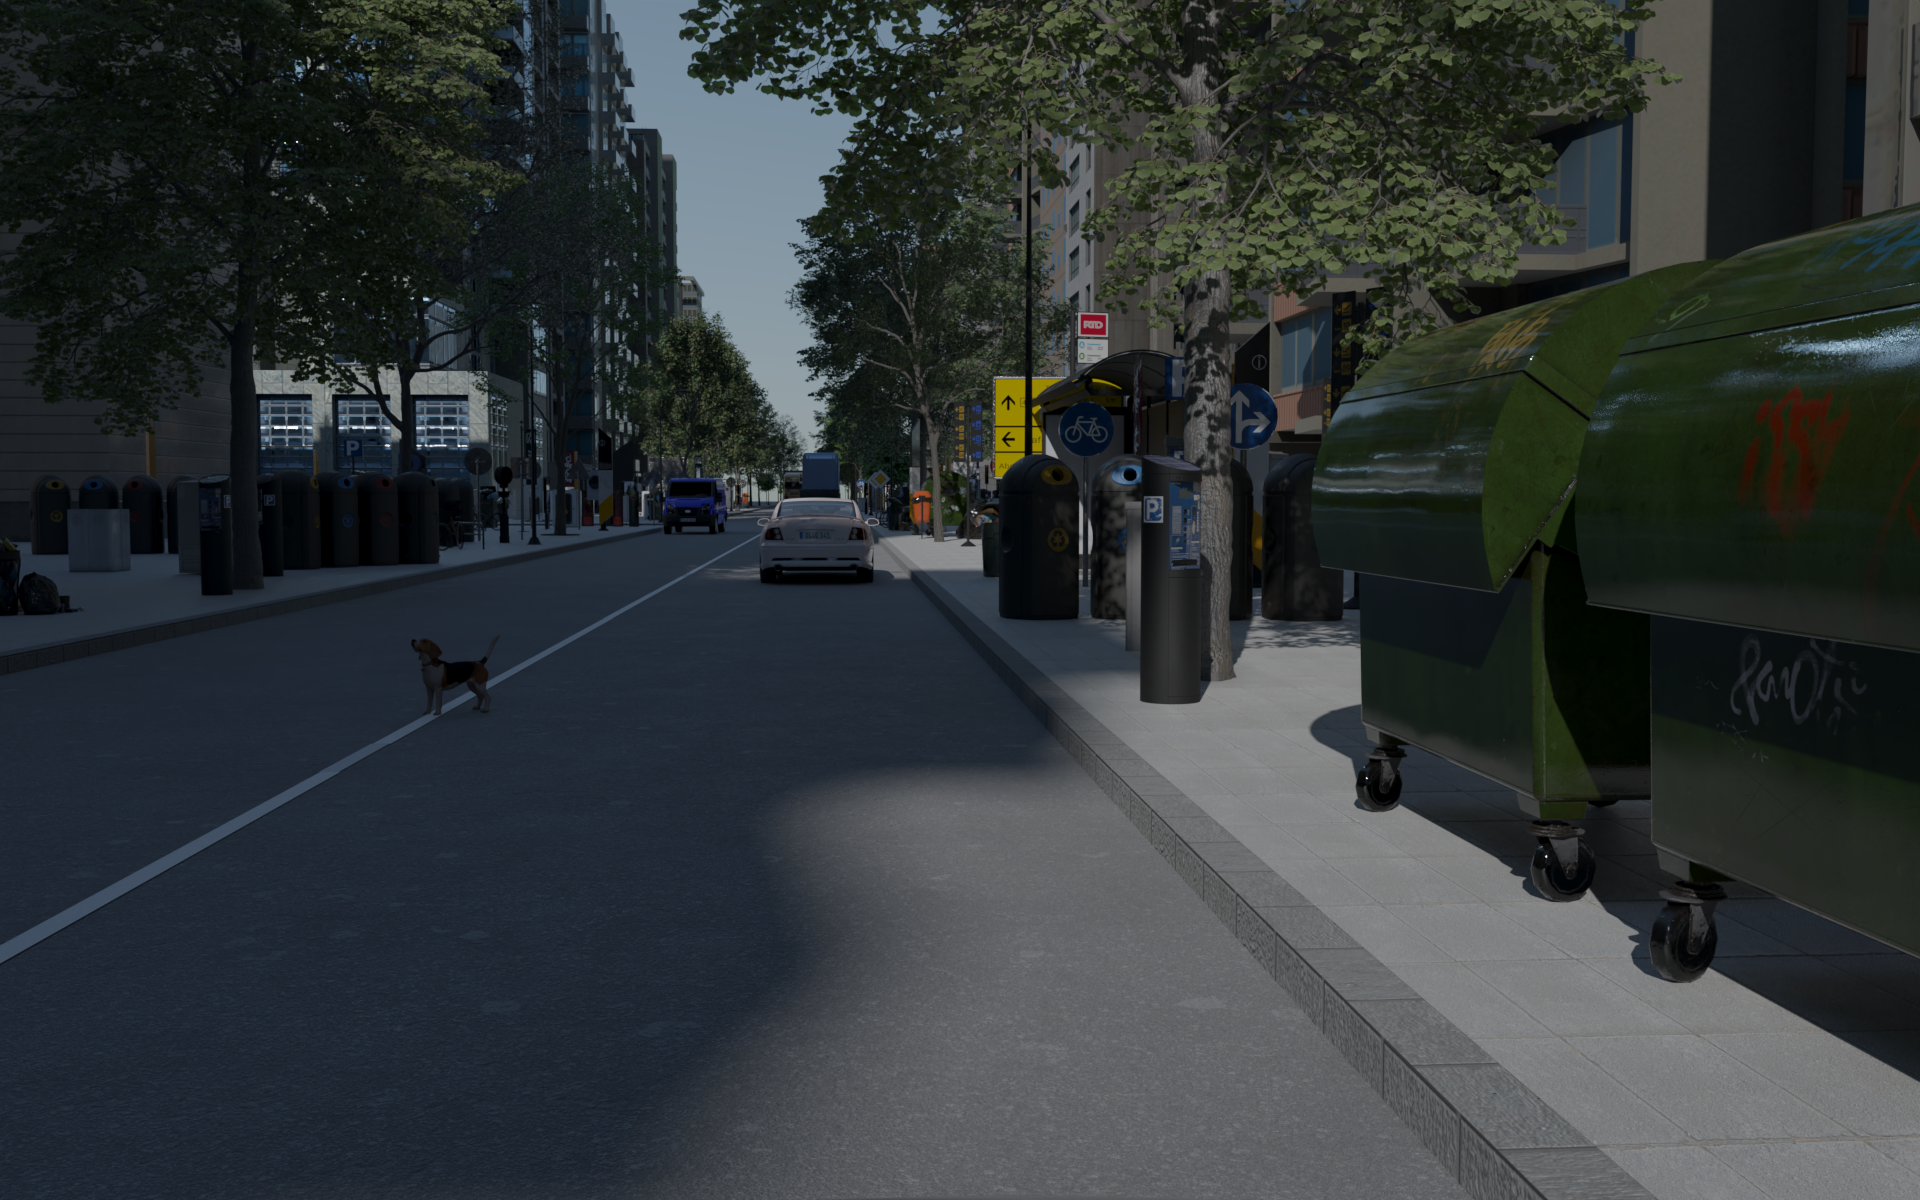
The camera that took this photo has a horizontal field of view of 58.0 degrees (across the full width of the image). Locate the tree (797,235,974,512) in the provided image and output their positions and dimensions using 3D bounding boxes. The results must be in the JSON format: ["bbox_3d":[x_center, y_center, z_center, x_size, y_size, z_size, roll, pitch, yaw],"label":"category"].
[{"bbox_3d":[-4.966,-16.432,124.558,12.611,20.169,13.585,0,3,0],"label":"tree"}]

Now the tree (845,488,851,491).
[{"bbox_3d":[-15.393,-18.562,253.855,4.360,8.622,3.978,0,3,0],"label":"tree"}]

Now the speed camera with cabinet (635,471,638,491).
[{"bbox_3d":[-27.875,-9.290,146.228,2.038,3.252,0.660,2,4,27],"label":"speed camera with cabinet"}]

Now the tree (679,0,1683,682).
[{"bbox_3d":[1.532,-5.748,12.112,7.486,12.596,7.792,0,3,0],"label":"tree"}]

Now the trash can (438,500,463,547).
[{"bbox_3d":[-12.555,-1.885,42.481,0.748,1.137,0.748,0,3,0],"label":"trash can"}]

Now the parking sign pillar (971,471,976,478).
[{"bbox_3d":[0.630,-7.891,117.492,1.447,3.967,1.447,2,4,29],"label":"parking sign pillar"}]

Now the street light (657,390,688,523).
[{"bbox_3d":[-12.796,-6.403,77.228,1.470,5.913,1.316,0,4,-4],"label":"street light"}]

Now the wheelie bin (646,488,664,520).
[{"bbox_3d":[-14.922,-4.708,84.878,0.980,1.594,0.693,3,5,42],"label":"wheelie bin"}]

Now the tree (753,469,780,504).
[{"bbox_3d":[-25.185,-14.753,224.929,4.285,4.588,4.351,0,3,0],"label":"tree"}]

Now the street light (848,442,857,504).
[{"bbox_3d":[-5.835,-7.963,102.735,1.470,5.913,1.316,0,4,-4],"label":"street light"}]

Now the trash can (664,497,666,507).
[{"bbox_3d":[-14.871,-4.720,88.823,0.748,1.137,0.748,0,3,0],"label":"trash can"}]

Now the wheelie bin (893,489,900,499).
[{"bbox_3d":[-4.081,-6.430,113.045,0.693,1.594,0.980,-3,5,-42],"label":"wheelie bin"}]

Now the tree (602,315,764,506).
[{"bbox_3d":[-14.719,-9.586,91.147,8.767,10.594,7.601,0,4,-3],"label":"tree"}]

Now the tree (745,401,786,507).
[{"bbox_3d":[-21.601,-15.370,177.048,9.928,11.665,9.643,0,3,0],"label":"tree"}]

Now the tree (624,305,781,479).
[{"bbox_3d":[-15.877,-11.535,105.612,9.611,12.733,9.660,0,3,0],"label":"tree"}]

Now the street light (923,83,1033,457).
[{"bbox_3d":[0.241,-2.880,19.634,1.470,5.913,1.316,0,4,-4],"label":"street light"}]

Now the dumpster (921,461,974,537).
[{"bbox_3d":[-0.402,-3.040,52.193,1.502,2.255,1.985,0,4,-4],"label":"dumpster"}]

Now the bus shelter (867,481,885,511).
[{"bbox_3d":[-6.470,-9.758,137.182,2.179,5.291,8.768,0,4,-4],"label":"bus shelter"}]

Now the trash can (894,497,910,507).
[{"bbox_3d":[-3.109,-4.650,87.684,0.748,1.137,0.748,0,3,0],"label":"trash can"}]

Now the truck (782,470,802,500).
[{"bbox_3d":[-19.749,-13.304,206.438,2.839,4.237,11.283,0,4,-5],"label":"truck"}]

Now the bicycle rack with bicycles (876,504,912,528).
[{"bbox_3d":[-1.948,-3.252,66.548,2.925,0.926,2.852,-1,4,-16],"label":"bicycle rack with bicycles"}]

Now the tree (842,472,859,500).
[{"bbox_3d":[-14.897,-19.689,238.919,9.611,12.733,9.660,0,3,0],"label":"tree"}]

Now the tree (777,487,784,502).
[{"bbox_3d":[-30.029,-18.034,289.463,1.663,3.219,1.824,0,3,0],"label":"tree"}]

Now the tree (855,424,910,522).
[{"bbox_3d":[-3.299,-5.924,80.564,4.285,4.588,4.351,0,3,0],"label":"tree"}]

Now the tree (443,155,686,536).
[{"bbox_3d":[-12.238,-7.789,53.107,9.928,11.665,9.643,0,3,0],"label":"tree"}]

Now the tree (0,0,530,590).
[{"bbox_3d":[-9.224,-6.415,23.018,7.486,12.596,7.792,0,3,0],"label":"tree"}]

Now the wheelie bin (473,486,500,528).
[{"bbox_3d":[-17.897,-3.534,65.687,0.980,1.594,0.693,0,3,0],"label":"wheelie bin"}]

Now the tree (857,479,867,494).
[{"bbox_3d":[-12.550,-13.763,219.619,1.663,3.219,1.824,0,3,0],"label":"tree"}]

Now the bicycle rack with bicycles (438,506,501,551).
[{"bbox_3d":[-12.271,-1.627,39.986,2.852,0.926,2.925,-3,4,-38],"label":"bicycle rack with bicycles"}]

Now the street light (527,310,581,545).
[{"bbox_3d":[-10.258,-4.358,43.790,1.470,5.913,1.316,0,4,-4],"label":"street light"}]

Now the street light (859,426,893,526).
[{"bbox_3d":[-3.301,-5.942,69.694,1.470,5.913,1.316,0,4,-4],"label":"street light"}]

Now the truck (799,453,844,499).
[{"bbox_3d":[-8.733,-7.160,106.817,2.967,4.110,18.799,0,4,-3],"label":"truck"}]

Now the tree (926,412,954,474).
[{"bbox_3d":[-1.392,-11.400,136.753,4.360,8.622,3.978,0,3,0],"label":"tree"}]

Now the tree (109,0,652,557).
[{"bbox_3d":[-11.289,-7.605,34.707,12.009,13.543,11.850,0,3,0],"label":"tree"}]

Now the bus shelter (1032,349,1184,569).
[{"bbox_3d":[2.357,-2.024,27.024,2.014,3.302,5.546,0,4,-4],"label":"bus shelter"}]

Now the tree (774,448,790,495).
[{"bbox_3d":[-25.483,-17.843,242.092,4.360,8.622,3.978,0,3,0],"label":"tree"}]

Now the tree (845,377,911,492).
[{"bbox_3d":[-3.645,-8.589,90.792,4.737,8.622,4.395,0,3,0],"label":"tree"}]

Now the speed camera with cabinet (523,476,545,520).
[{"bbox_3d":[-19.656,-5.360,81.978,0.660,3.252,2.038,3,5,43],"label":"speed camera with cabinet"}]

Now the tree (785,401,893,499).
[{"bbox_3d":[-9.026,-14.239,158.558,9.928,11.665,9.643,0,3,0],"label":"tree"}]

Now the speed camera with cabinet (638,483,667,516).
[{"bbox_3d":[-17.255,-6.434,99.528,2.038,3.252,0.660,1,4,18],"label":"speed camera with cabinet"}]

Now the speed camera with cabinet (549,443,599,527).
[{"bbox_3d":[-14.645,-4.428,66.727,2.038,3.252,0.660,0,4,5],"label":"speed camera with cabinet"}]

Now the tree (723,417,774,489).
[{"bbox_3d":[-17.965,-11.469,137.885,4.360,8.622,3.978,0,3,0],"label":"tree"}]

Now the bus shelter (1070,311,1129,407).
[{"bbox_3d":[2.390,-3.551,35.683,2.179,5.291,8.768,0,4,-4],"label":"bus shelter"}]

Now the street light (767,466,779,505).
[{"bbox_3d":[-21.920,-14.108,203.204,1.470,5.913,1.316,0,4,-4],"label":"street light"}]

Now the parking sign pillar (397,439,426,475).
[{"bbox_3d":[-26.638,-5.855,84.199,1.447,3.967,1.447,0,4,7],"label":"parking sign pillar"}]

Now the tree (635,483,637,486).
[{"bbox_3d":[-27.623,-9.056,142.674,1.663,3.219,1.824,0,3,0],"label":"tree"}]

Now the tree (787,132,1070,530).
[{"bbox_3d":[-1.293,-9.461,61.346,9.857,13.997,8.962,0,3,0],"label":"tree"}]

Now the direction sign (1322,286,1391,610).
[{"bbox_3d":[4.438,-1.668,19.272,0.379,3.537,0.876,-2,4,-31],"label":"direction sign"}]

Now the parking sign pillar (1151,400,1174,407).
[{"bbox_3d":[4.602,-3.078,38.804,1.447,3.967,1.447,-1,4,-14],"label":"parking sign pillar"}]

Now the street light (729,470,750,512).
[{"bbox_3d":[-16.255,-9.450,127.049,1.470,5.913,1.316,0,4,-4],"label":"street light"}]

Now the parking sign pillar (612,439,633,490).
[{"bbox_3d":[-16.671,-5.891,84.787,1.447,3.967,1.447,-1,4,-21],"label":"parking sign pillar"}]

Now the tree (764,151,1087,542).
[{"bbox_3d":[-0.554,-6.856,46.502,8.767,10.594,7.601,0,4,-3],"label":"tree"}]

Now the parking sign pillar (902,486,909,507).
[{"bbox_3d":[-2.924,-7.136,105.141,1.447,3.967,1.447,-2,4,-27],"label":"parking sign pillar"}]

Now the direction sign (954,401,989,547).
[{"bbox_3d":[0.201,-3.075,42.273,0.876,3.537,0.379,3,5,40],"label":"direction sign"}]
